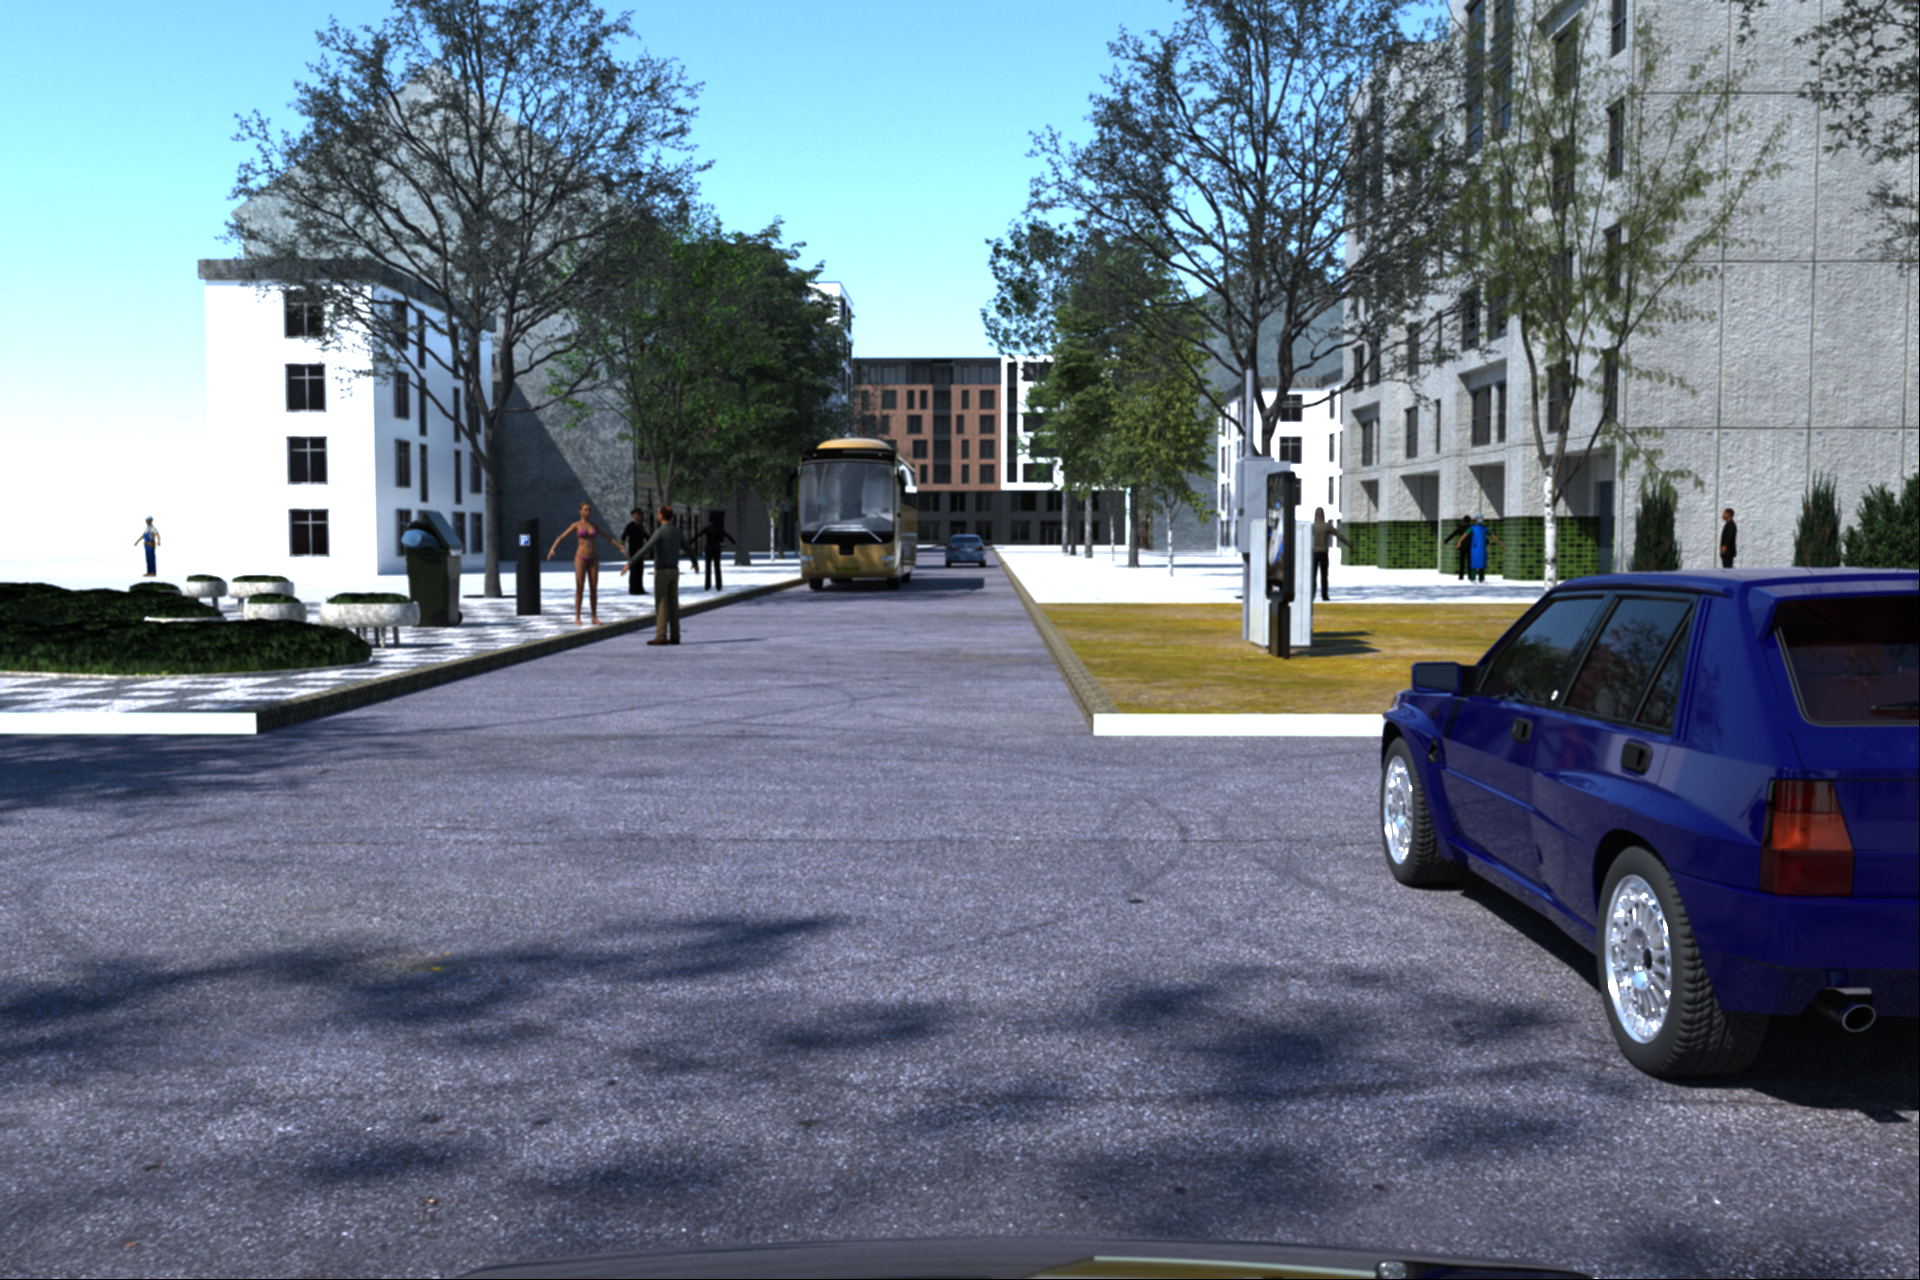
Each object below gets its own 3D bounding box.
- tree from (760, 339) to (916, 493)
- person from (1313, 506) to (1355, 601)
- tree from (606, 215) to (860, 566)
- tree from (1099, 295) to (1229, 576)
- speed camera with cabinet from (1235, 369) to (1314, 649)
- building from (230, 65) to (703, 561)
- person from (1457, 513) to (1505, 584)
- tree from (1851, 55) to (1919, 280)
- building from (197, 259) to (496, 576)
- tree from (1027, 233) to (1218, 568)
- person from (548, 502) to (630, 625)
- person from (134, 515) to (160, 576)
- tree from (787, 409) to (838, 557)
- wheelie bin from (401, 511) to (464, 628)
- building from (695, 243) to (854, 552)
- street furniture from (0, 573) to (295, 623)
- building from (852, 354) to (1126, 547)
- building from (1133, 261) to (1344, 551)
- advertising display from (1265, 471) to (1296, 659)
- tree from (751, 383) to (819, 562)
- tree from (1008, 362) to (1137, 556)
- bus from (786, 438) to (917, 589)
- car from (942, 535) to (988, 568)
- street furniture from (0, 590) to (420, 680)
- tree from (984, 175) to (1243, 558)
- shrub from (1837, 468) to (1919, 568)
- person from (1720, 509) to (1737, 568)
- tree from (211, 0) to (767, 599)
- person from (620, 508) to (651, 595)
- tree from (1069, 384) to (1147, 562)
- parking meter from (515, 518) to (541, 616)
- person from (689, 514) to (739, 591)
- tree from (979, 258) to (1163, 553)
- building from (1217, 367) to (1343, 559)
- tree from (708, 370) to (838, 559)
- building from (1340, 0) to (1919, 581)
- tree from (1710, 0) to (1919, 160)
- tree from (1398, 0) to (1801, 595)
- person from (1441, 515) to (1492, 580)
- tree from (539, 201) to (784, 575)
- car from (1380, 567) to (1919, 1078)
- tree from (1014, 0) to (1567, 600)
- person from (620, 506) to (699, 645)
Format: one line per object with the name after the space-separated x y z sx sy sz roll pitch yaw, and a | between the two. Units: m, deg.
-8.367 -12.144 108.927 12.009 13.543 11.850 0 3 0 | tree
6.907 -1.662 33.303 1.348 1.813 0.705 1 4 14 | person
-8.795 -9.916 68.788 9.857 13.997 8.962 0 3 0 | tree
6.312 -6.222 52.085 4.737 8.622 4.395 0 3 0 | tree
3.670 -1.584 20.229 0.660 3.252 2.038 0 4 0 | speed camera with cabinet
-24.323 -15.873 90.453 19.493 23.208 18.063 0 4 1 | building
13.427 -2.364 44.784 1.347 1.817 0.704 -1 4 -13 | person
19.617 -7.153 27.327 12.009 13.543 11.850 0 3 0 | tree
-22.452 -7.638 67.033 9.099 9.664 28.070 0 4 0 | building
6.243 -9.018 65.579 7.486 12.596 7.792 0 3 0 | tree
-5.231 -1.076 24.389 1.217 1.733 0.721 -2 4 -35 | person
-24.593 -2.855 52.536 1.347 1.847 0.705 2 4 35 | person
-8.808 -8.875 95.461 4.737 8.622 4.395 0 3 0 | tree
-7.292 -0.980 23.936 0.693 1.594 0.980 0 4 3 | wheelie bin
-23.675 -18.011 138.453 27.936 21.610 32.646 0 4 1 | building
-15.701 -0.740 27.719 10.072 0.657 5.734 1 4 22 | street furniture
2.898 -22.198 209.368 32.646 21.610 27.936 0 4 2 | building
23.967 -18.938 140.564 19.493 23.208 18.063 0 4 1 | building
3.350 -0.789 18.121 0.123 1.923 0.974 0 4 -1 | advertising display
-8.487 -7.953 80.388 4.737 8.622 4.395 0 3 0 | tree
6.716 -10.818 102.625 9.928 11.665 9.643 0 3 0 | tree
-2.689 -3.463 48.161 2.896 3.916 12.252 0 4 1 | bus
0.230 -3.856 75.048 2.014 1.417 4.499 0 4 -1 | car
-10.689 -0.141 17.931 10.072 0.657 5.734 0 4 6 | street furniture
7.943 -14.349 90.499 12.611 20.169 13.585 0 3 0 | tree
11.324 -1.015 20.633 1.661 2.075 1.752 0 3 0 | shrub
15.672 -1.785 35.414 0.704 1.802 1.346 1 4 23 | person
-9.423 -7.580 34.309 12.009 13.543 11.850 0 3 0 | tree
-6.818 -1.878 36.646 0.705 1.837 1.347 2 4 26 | person
7.146 -7.951 80.365 4.360 8.622 3.978 0 3 0 | tree
-6.810 -1.156 27.308 0.372 1.533 0.369 0 3 0 | parking meter
-5.599 -1.983 39.147 1.216 1.740 0.721 -1 4 -18 | person
8.364 -15.821 114.564 12.611 20.169 13.585 0 3 0 | tree
20.036 -9.202 92.600 9.099 9.664 28.070 0 4 1 | building
-9.363 -9.353 87.338 7.601 10.594 8.767 0 4 3 | tree
23.863 -11.543 55.191 16.747 18.905 31.486 0 4 1 | building
8.643 -6.129 10.583 12.009 13.543 11.850 0 3 0 | tree
6.884 -4.268 20.151 4.360 8.622 3.978 0 3 0 | tree
14.167 -2.585 48.448 1.347 1.806 0.705 1 4 16 | person
-9.426 -7.893 54.804 9.928 11.665 9.643 0 3 0 | tree
2.644 0.408 5.910 1.945 1.354 3.894 0 4 0 | car
5.946 -7.541 33.660 12.009 13.543 11.850 0 3 0 | tree
-3.819 -0.837 22.409 0.705 1.796 1.348 3 4 36 | person
